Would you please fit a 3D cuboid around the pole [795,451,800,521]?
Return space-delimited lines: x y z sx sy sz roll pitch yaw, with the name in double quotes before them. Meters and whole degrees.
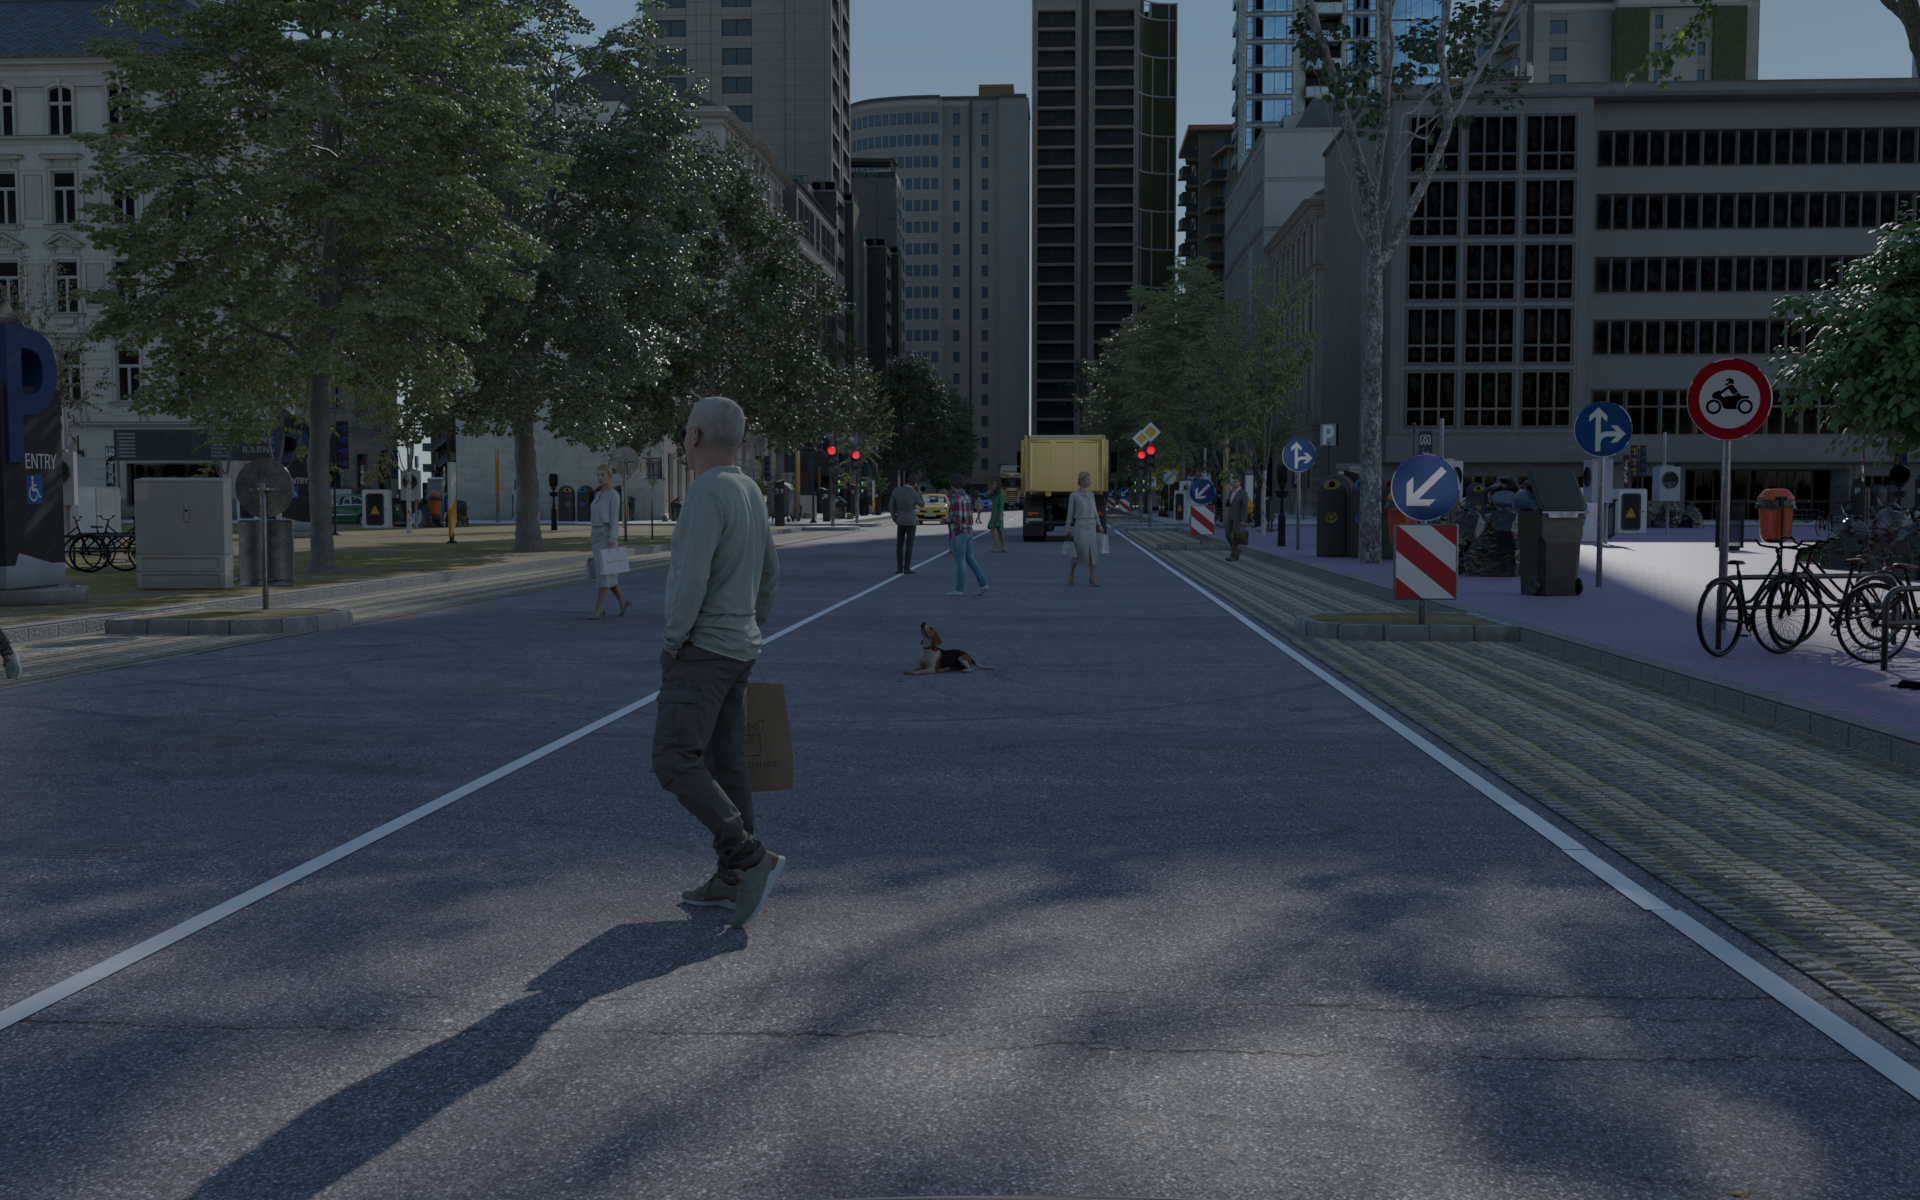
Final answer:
"pole" -7.590 -5.334 81.059 0.158 3.312 0.155 0 3 0

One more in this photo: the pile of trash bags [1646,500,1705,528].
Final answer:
"pile of trash bags" 26.285 -3.415 65.596 3.447 1.369 1.912 -1 4 -16

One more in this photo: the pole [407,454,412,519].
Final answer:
"pole" -28.182 -5.801 88.681 0.158 3.312 0.155 0 3 0

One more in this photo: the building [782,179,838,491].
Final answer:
"building" -18.168 -21.016 137.118 14.314 27.812 24.014 0 4 3

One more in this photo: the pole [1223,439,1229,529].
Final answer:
"pole" 9.844 -4.296 64.088 0.158 3.312 0.155 0 3 0

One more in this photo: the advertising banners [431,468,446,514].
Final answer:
"advertising banners" -37.805 -7.931 125.863 0.090 3.025 2.074 1 4 17

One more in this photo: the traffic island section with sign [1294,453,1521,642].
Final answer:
"traffic island section with sign" 4.481 -0.555 17.697 1.989 1.847 2.006 0 4 3

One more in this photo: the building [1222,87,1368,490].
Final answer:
"building" 27.302 -21.840 134.579 11.434 29.767 29.804 0 4 3

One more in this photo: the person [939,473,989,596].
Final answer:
"person" 0.054 -0.919 24.362 0.643 1.720 0.563 2 4 23

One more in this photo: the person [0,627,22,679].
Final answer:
"person" -7.693 -0.267 13.345 0.782 1.767 0.515 2 4 26

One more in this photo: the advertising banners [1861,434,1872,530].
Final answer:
"advertising banners" 20.413 -2.621 39.036 0.090 3.025 2.074 2 4 32

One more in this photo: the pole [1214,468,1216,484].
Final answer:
"pole" 19.810 -8.610 134.623 0.158 3.312 0.155 0 3 0

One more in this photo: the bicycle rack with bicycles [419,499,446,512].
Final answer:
"bicycle rack with bicycles" -41.949 -7.476 135.608 2.852 0.926 2.925 3 5 43

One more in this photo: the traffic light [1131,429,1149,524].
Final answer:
"traffic light" 7.867 -5.291 75.431 0.839 4.253 0.868 0 4 3

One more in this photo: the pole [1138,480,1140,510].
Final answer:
"pole" 14.126 -8.700 136.084 0.158 3.312 0.155 0 3 0

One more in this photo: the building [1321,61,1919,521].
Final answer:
"building" 34.692 -16.487 88.624 30.058 24.678 14.314 0 4 3

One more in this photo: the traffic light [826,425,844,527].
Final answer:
"traffic light" -4.995 -4.847 68.176 0.839 4.253 0.868 0 4 3

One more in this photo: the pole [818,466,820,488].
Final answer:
"pole" -10.349 -8.158 127.231 0.158 3.312 0.155 0 3 0

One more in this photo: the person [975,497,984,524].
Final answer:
"person" 0.932 -4.337 83.679 0.475 1.303 0.640 -3 5 -40

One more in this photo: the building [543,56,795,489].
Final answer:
"building" -19.399 -19.939 113.386 14.401 28.519 23.554 0 4 3

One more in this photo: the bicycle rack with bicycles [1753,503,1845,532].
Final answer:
"bicycle rack with bicycles" 25.832 -2.434 53.171 2.852 0.926 2.925 3 4 37

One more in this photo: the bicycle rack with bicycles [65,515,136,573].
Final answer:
"bicycle rack with bicycles" -14.170 -0.967 29.193 2.925 0.926 2.852 -1 4 -8

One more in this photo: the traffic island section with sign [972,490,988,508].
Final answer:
"traffic island section with sign" 1.806 -10.376 178.269 1.989 1.847 2.006 0 4 3

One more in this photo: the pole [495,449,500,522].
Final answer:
"pole" -21.030 -5.194 78.757 0.158 3.312 0.155 0 3 0

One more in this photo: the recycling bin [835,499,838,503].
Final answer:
"recycling bin" -6.613 -4.847 91.807 0.722 1.027 0.722 -3 4 -38

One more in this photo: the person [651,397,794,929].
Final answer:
"person" -0.780 0.179 6.055 0.515 1.767 0.782 1 4 13

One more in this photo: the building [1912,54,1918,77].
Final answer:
"building" 59.516 -16.329 84.993 19.932 24.808 12.078 0 4 3

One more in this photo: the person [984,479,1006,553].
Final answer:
"person" 0.933 -2.052 42.301 0.529 1.795 0.600 -2 4 -34

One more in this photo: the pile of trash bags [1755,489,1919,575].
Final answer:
"pile of trash bags" 15.212 -1.194 29.282 3.447 1.369 1.912 0 4 1

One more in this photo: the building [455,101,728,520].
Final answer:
"building" -19.186 -14.583 93.178 10.420 20.320 16.860 0 4 3

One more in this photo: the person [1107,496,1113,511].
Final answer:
"person" 11.425 -7.523 131.685 0.537 1.800 0.526 3 4 36

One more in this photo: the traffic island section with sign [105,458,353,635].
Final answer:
"traffic island section with sign" -7.659 -0.604 18.497 1.989 1.847 2.006 0 4 3

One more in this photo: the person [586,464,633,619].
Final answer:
"person" -4.039 -0.680 19.975 0.624 1.780 0.694 -2 4 -28

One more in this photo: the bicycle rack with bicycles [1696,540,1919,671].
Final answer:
"bicycle rack with bicycles" 7.147 -0.021 13.733 2.925 0.926 2.852 -1 4 -14

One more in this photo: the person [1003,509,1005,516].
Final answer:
"person" 2.815 -6.284 115.516 0.394 1.301 0.425 0 4 8

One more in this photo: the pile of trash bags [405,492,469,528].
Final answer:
"pile of trash bags" -20.013 -3.493 66.861 1.912 1.369 3.447 -1 4 -8

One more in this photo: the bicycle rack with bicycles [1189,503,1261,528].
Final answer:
"bicycle rack with bicycles" 10.064 -3.230 66.199 2.925 0.926 2.852 0 4 -1

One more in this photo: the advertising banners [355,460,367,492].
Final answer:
"advertising banners" -31.366 -5.698 89.344 0.090 3.025 2.074 2 4 27

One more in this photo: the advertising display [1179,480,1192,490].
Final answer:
"advertising display" 10.162 -4.441 77.826 0.123 1.923 0.974 -2 4 -29

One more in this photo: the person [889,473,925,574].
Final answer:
"person" -0.958 -1.368 31.043 0.592 1.802 0.473 2 4 33

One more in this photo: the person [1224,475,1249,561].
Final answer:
"person" 5.870 -1.731 36.760 0.622 1.834 0.822 3 5 40

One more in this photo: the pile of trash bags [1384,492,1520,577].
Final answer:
"pile of trash bags" 7.873 -1.073 27.289 3.447 1.369 1.912 -3 5 -40

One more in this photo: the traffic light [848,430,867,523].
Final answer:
"traffic light" -4.523 -5.335 76.147 0.839 4.253 0.868 0 4 3

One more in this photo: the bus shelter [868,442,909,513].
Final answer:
"bus shelter" -5.105 -8.821 121.847 2.179 5.291 8.768 0 4 4

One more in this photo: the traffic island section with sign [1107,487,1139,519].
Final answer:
"traffic island section with sign" 9.359 -5.595 100.099 1.989 1.847 2.006 0 4 3

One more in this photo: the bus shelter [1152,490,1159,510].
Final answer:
"bus shelter" 15.210 -8.536 133.488 2.014 3.302 5.546 0 4 3

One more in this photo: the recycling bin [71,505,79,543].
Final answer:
"recycling bin" -23.342 -2.030 45.742 0.722 1.027 0.722 1 4 20

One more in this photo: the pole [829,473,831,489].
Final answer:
"pole" -9.273 -7.971 124.164 0.158 3.312 0.155 0 3 0

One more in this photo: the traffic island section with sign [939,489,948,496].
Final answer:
"traffic island section with sign" -1.141 -7.319 128.289 1.989 1.847 2.006 0 4 3

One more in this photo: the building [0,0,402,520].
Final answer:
"building" -54.617 -19.407 93.720 44.131 29.872 17.030 0 4 3

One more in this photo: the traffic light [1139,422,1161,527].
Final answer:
"traffic light" 7.395 -4.804 67.460 0.839 4.253 0.868 0 4 3

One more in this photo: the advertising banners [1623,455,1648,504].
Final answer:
"advertising banners" 29.726 -4.900 76.302 0.090 3.025 2.074 -1 4 -8

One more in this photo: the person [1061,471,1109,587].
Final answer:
"person" 1.931 -1.102 26.873 0.694 1.780 0.624 -1 4 -16

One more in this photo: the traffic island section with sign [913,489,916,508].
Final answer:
"traffic island section with sign" -2.778 -5.639 100.825 1.989 1.847 2.006 0 4 3

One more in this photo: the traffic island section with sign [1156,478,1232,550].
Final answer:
"traffic island section with sign" 6.082 -2.205 44.687 1.989 1.847 2.006 0 4 3

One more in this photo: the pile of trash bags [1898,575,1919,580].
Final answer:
"pile of trash bags" 15.754 -0.977 25.734 3.447 1.369 1.912 0 4 -4
